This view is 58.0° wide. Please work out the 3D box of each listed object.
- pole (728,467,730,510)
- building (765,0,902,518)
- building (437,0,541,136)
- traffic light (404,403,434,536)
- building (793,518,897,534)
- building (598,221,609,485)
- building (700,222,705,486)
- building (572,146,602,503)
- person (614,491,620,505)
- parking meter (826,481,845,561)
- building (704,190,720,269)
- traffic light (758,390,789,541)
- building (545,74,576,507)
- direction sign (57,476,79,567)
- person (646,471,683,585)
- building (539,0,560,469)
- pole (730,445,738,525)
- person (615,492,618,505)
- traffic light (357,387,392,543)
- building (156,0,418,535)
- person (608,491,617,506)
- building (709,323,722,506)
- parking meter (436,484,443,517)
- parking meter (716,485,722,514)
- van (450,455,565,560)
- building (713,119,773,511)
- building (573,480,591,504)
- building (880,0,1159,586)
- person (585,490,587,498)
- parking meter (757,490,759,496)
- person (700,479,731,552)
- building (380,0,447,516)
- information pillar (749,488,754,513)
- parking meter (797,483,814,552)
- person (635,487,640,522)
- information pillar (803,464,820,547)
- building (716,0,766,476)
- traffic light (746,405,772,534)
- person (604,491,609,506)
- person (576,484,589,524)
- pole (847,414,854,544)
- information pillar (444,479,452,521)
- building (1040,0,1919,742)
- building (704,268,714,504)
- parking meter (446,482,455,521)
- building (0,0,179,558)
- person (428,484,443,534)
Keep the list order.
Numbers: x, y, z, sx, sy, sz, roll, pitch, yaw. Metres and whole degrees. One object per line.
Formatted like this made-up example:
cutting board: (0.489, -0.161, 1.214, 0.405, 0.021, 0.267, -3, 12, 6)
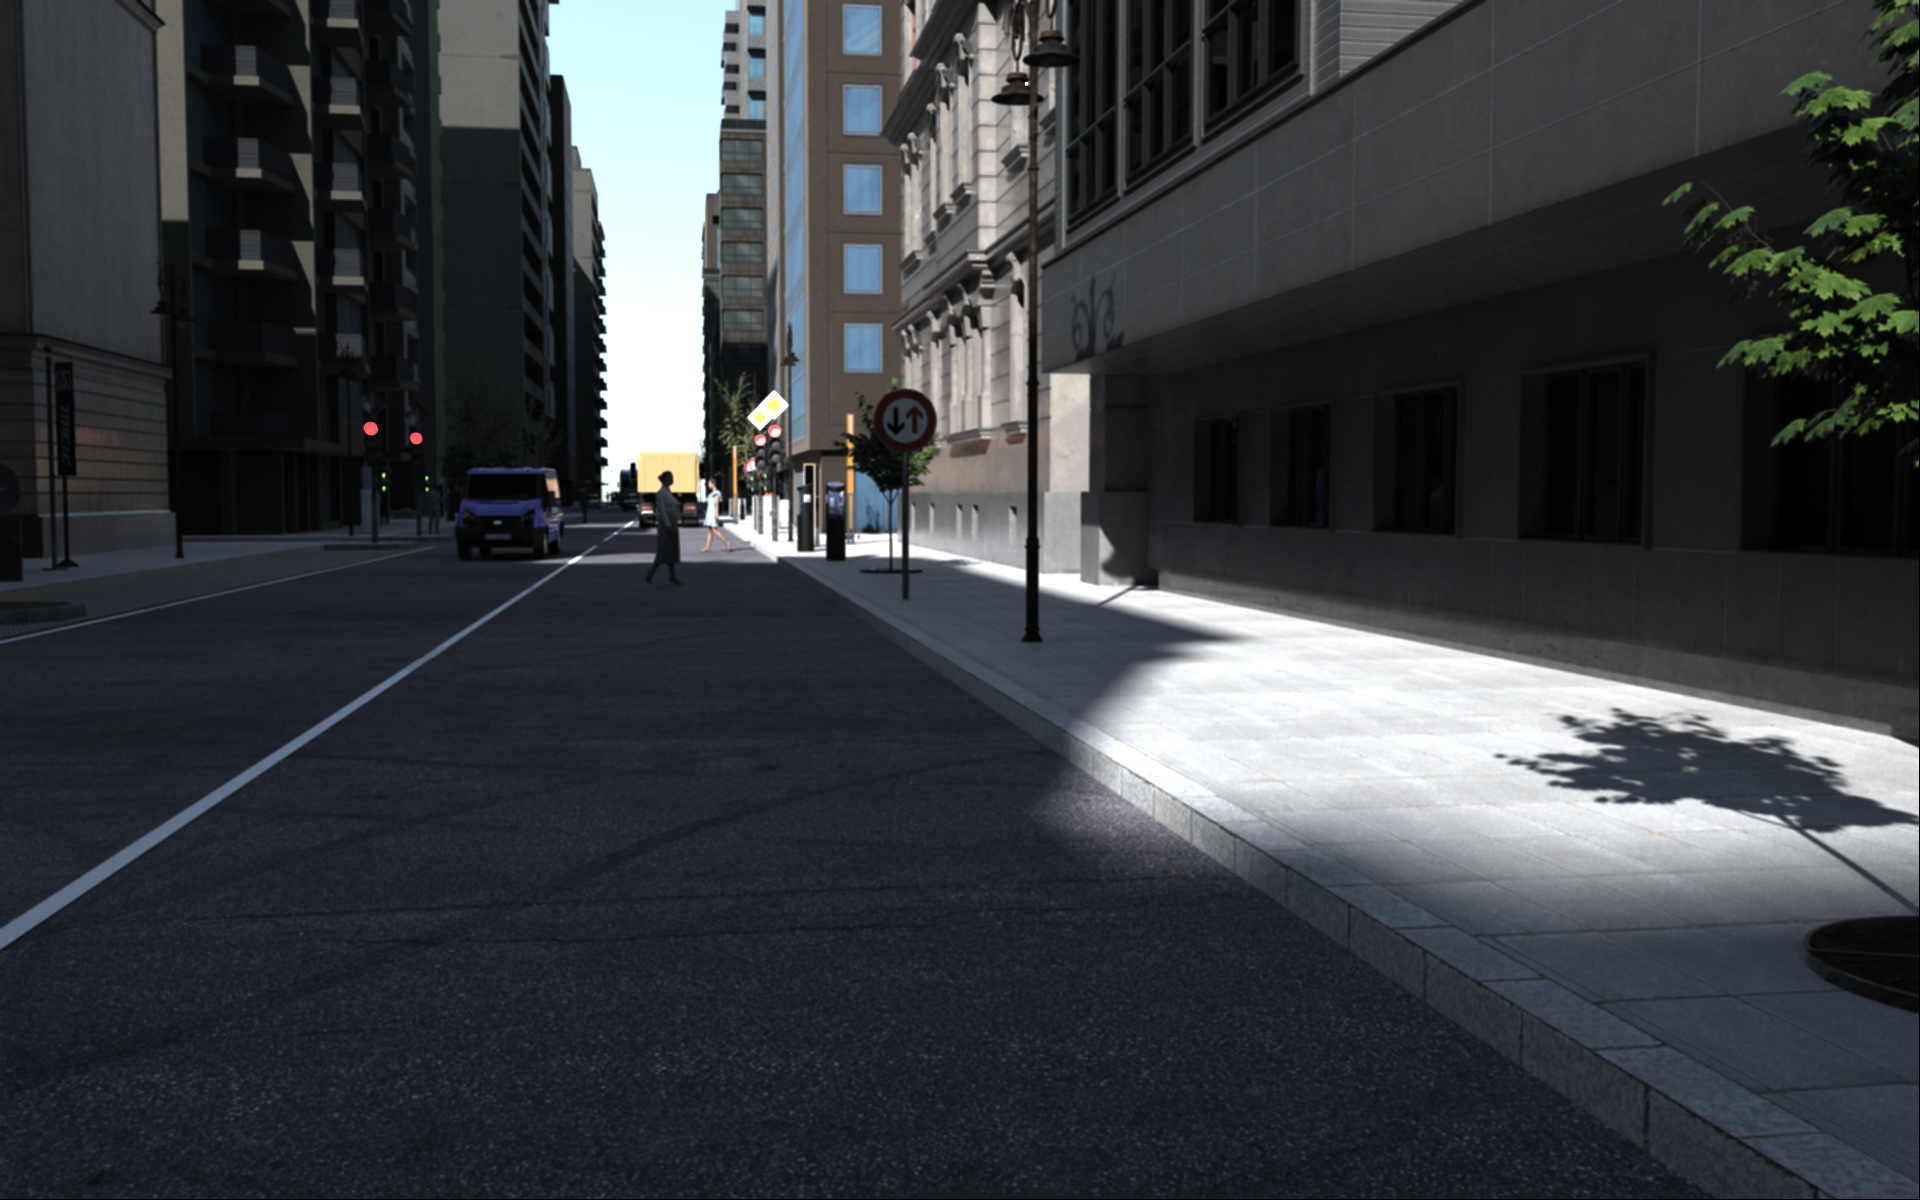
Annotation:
pole: (-17.143, -8.263, 128.938, 0.158, 3.312, 0.155, 0, 3, 0)
building: (-5.383, -28.353, 113.686, 14.600, 45.320, 14.200, -1, 4, -9)
building: (-44.422, -31.309, 135.599, 21.300, 48.544, 21.600, -1, 4, -9)
traffic light: (-16.624, -3.932, 53.202, 0.839, 4.253, 0.868, -1, 4, -9)
building: (1.085, -25.200, 62.136, 14.200, 45.320, 14.600, -1, 4, -9)
building: (-65.982, -37.488, 267.545, 22.147, 44.769, 28.867, -1, 4, -9)
building: (-29.588, -37.866, 273.740, 22.147, 44.769, 28.867, -1, 4, -9)
building: (-61.776, -37.853, 242.595, 21.300, 48.544, 21.600, -1, 4, -9)
person: (-43.295, -12.914, 219.732, 0.705, 1.812, 1.348, 3, 5, 41)
parking meter: (-2.398, -1.530, 33.421, 0.372, 1.533, 0.369, 0, 3, 0)
building: (-29.838, -36.780, 251.470, 14.600, 45.320, 14.200, -1, 4, -9)
traffic light: (-5.056, -3.554, 47.023, 0.839, 4.253, 0.868, -1, 4, -9)
building: (-47.830, -32.474, 181.060, 14.600, 45.320, 14.200, -1, 4, -9)
direction sign: (-15.737, -2.350, 30.426, 0.379, 3.537, 0.876, -2, 4, -34)
person: (-4.698, -1.144, 27.427, 0.641, 1.798, 0.478, 2, 4, 25)
building: (-51.907, -34.853, 159.078, 28.713, 52.752, 27.495, -1, 4, -9)
pole: (-9.431, -4.824, 72.712, 0.158, 3.312, 0.155, 0, 3, 0)
person: (-45.643, -13.531, 230.658, 0.541, 1.710, 0.530, -1, 4, -20)
traffic light: (-15.327, -3.450, 45.323, 0.839, 4.253, 0.868, -1, 4, -9)
building: (-33.073, -25.073, 64.575, 22.147, 44.769, 28.867, -1, 4, -9)
person: (-39.875, -11.623, 198.514, 1.348, 1.826, 0.705, -2, 4, -31)
building: (-13.448, -21.197, 191.610, 27.650, 21.520, 28.899, -1, 4, -9)
parking meter: (-29.620, -5.679, 98.556, 0.399, 1.863, 0.255, -1, 4, -13)
parking meter: (-15.597, -6.493, 111.879, 0.399, 1.863, 0.255, -1, 4, -16)
van: (-10.243, -2.150, 39.543, 2.240, 2.365, 5.245, 0, 4, -8)
building: (-12.013, -22.377, 137.558, 14.160, 30.474, 14.107, -1, 4, -9)
building: (-63.664, -32.244, 219.075, 32.217, 40.220, 23.993, -1, 4, -9)
building: (6.271, -15.163, 35.301, 14.401, 28.519, 23.554, -1, 4, -9)
person: (-31.024, -8.231, 143.803, 0.721, 1.735, 1.217, 0, 4, 8)
parking meter: (-13.875, -6.778, 119.230, 0.372, 1.533, 0.369, 0, 3, 0)
person: (-6.069, -2.099, 42.920, 0.778, 1.811, 0.616, 0, 4, -5)
building: (-36.895, -25.234, 96.170, 14.154, 41.232, 14.086, -1, 4, -9)
information pillar: (-14.444, -7.069, 120.076, 0.304, 2.012, 0.304, 2, 4, 26)
parking meter: (-3.437, -1.844, 38.560, 0.372, 1.533, 0.369, 0, 3, 0)
person: (-16.226, -4.875, 88.182, 0.580, 1.828, 0.573, 0, 4, 2)
information pillar: (-3.592, -2.291, 41.944, 0.304, 2.012, 0.304, 1, 4, 16)
building: (-10.596, -33.064, 160.202, 23.786, 49.044, 30.456, -1, 4, -9)
traffic light: (-6.353, -4.036, 54.902, 0.839, 4.253, 0.868, -1, 4, -9)
person: (-41.187, -11.784, 201.693, 0.750, 1.759, 0.617, 0, 4, 1)
person: (-18.339, -4.667, 84.171, 0.474, 1.900, 0.648, 1, 4, 16)
pole: (-2.806, -3.084, 44.268, 0.158, 3.312, 0.155, 0, 3, 0)
information pillar: (-24.569, -4.815, 83.220, 0.304, 2.012, 0.304, -2, 4, -34)
building: (10.308, -11.585, 8.474, 14.314, 24.678, 30.058, -1, 4, -9)
building: (-25.866, -27.612, 223.165, 14.160, 30.474, 14.107, -1, 4, -9)
parking meter: (-24.127, -4.668, 82.031, 0.255, 1.863, 0.399, -3, 5, -44)
building: (-28.071, -10.559, 37.272, 19.286, 19.102, 10.561, -1, 4, -9)
person: (-18.551, -3.216, 61.261, 0.511, 1.800, 0.466, 0, 4, 5)
